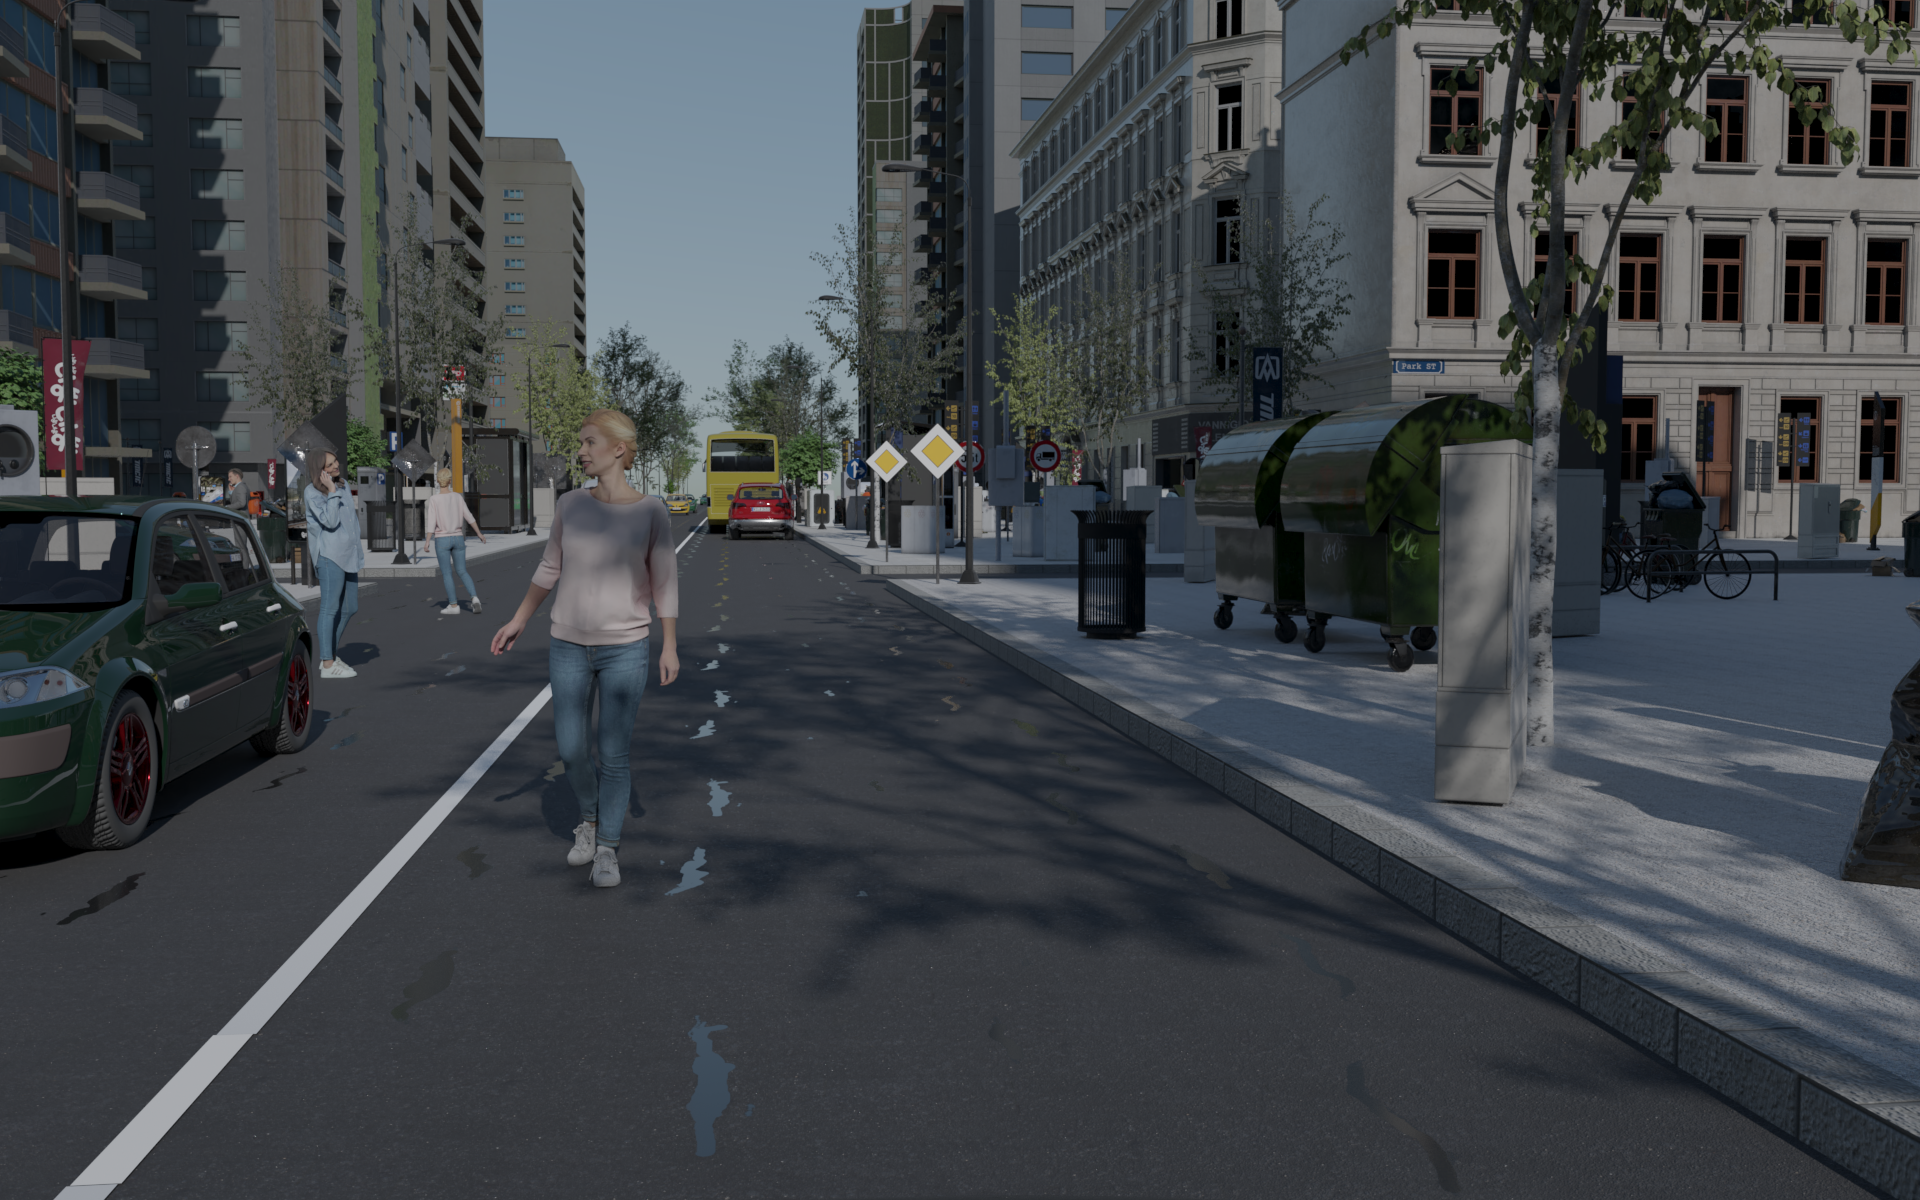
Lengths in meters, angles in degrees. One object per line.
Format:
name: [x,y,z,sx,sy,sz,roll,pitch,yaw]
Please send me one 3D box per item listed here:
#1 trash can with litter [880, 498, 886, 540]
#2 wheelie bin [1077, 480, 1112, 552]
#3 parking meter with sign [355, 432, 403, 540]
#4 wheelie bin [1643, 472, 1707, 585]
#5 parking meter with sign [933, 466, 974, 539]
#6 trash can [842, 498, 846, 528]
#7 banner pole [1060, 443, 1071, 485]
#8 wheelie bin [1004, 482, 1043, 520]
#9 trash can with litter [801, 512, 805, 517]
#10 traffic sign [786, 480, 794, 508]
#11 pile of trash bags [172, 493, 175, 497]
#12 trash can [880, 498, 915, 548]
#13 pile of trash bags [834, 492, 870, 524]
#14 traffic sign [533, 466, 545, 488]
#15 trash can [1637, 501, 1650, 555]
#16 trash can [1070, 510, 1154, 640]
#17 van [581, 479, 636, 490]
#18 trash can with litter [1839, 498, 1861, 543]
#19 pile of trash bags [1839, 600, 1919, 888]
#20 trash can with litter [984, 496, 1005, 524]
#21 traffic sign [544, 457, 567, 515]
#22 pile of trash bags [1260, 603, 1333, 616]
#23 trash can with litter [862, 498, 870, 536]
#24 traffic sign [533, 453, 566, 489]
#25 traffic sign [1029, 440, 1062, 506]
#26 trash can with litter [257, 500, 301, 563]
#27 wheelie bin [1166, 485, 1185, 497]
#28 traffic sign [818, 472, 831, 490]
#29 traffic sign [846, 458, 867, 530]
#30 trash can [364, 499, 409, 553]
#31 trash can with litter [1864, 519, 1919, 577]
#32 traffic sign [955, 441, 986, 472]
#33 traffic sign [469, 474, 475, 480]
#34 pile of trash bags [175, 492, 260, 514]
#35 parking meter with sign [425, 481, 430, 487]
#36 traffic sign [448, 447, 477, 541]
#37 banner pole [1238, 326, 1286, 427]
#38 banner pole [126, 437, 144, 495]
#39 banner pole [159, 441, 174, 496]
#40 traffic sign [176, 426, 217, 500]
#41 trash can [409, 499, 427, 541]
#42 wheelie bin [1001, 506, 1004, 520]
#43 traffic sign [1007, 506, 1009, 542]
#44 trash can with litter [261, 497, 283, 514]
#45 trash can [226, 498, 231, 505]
trash can with litter: [-1.744,-2.238,47.974,1.055,1.170,0.624,1,4,15]
wheelie bin: [2.926,-1.876,38.582,0.980,1.594,0.693,2,4,32]
parking meter with sign: [-16.594,-3.217,48.861,1.738,3.016,0.543,1,4,21]
wheelie bin: [10.135,-1.021,24.605,0.693,1.594,0.980,0,4,-3]
parking meter with sign: [-0.436,-3.275,49.812,1.738,3.016,0.543,-1,4,-15]
trash can: [-4.153,-3.317,65.878,0.748,1.137,0.748,0,3,0]
banner pole: [5.221,-5.838,85.461,0.863,3.779,0.401,3,5,44]
wheelie bin: [1.705,-2.231,44.380,0.980,1.594,0.693,0,4,7]
trash can with litter: [-8.981,-5.318,98.342,1.055,1.170,0.624,-2,4,-34]
traffic sign: [-8.910,-5.662,92.579,0.884,2.594,0.081,0,4,-7]
pile of trash bags: [-34.192,-4.236,79.007,3.447,1.369,1.912,0,4,-2]
trash can: [-1.437,-1.812,41.284,0.748,1.137,0.748,0,3,0]
pile of trash bags: [-4.584,-4.017,75.425,1.912,1.369,3.447,1,4,20]
traffic sign: [-19.400,-4.848,79.373,0.768,2.556,0.104,0,4,-2]
trash can: [14.761,-1.536,36.767,0.748,1.137,0.748,0,3,0]
trash can: [1.355,-0.232,15.454,0.748,1.137,0.748,0,3,0]
van: [-9.219,-2.339,45.259,2.013,2.044,4.112,0,4,-8]
trash can with litter: [23.326,-2.093,45.600,1.055,1.170,0.624,-2,4,-35]
pile of trash bags: [4.397,0.290,5.006,1.912,1.369,3.447,-2,4,-29]
trash can with litter: [1.262,-3.966,75.896,1.678,1.210,2.233,0,4,-1]
traffic sign: [-13.854,-3.620,59.290,0.768,2.556,0.104,0,4,-7]
pile of trash bags: [4.706,-0.598,19.535,1.912,1.369,3.447,2,4,28]
trash can with litter: [-2.438,-2.557,53.192,1.055,1.170,0.624,-1,4,-18]
traffic sign: [-20.571,-5.604,85.499,2.265,3.308,0.079,0,3,0]
traffic sign: [1.998,-2.479,40.644,0.768,2.556,0.104,0,4,-7]
trash can with litter: [-12.503,-1.273,32.198,1.055,1.170,0.624,-1,4,-10]
wheelie bin: [7.522,-3.178,59.861,0.693,1.594,0.980,2,4,34]
traffic sign: [-6.044,-4.609,77.480,0.606,2.300,0.079,0,4,-5]
traffic sign: [-3.709,-3.791,62.087,0.768,2.556,0.104,0,4,-7]
trash can: [-12.723,-1.616,38.082,0.748,1.137,0.748,0,3,0]
trash can with litter: [14.642,-0.946,26.862,1.055,1.170,0.624,2,4,35]
traffic sign: [0.225,-2.523,41.353,0.768,2.556,0.104,0,4,-2]
traffic sign: [-17.890,-3.914,64.103,0.768,2.556,0.104,0,4,-1]
pile of trash bags: [-29.423,-3.664,69.665,1.912,1.369,3.447,1,4,17]
parking meter with sign: [-30.532,-6.253,98.499,1.738,3.016,0.543,0,4,-5]
traffic sign: [-13.468,-2.865,46.949,0.768,2.556,0.104,0,4,-7]
banner pole: [4.448,-2.200,25.987,0.863,3.779,0.401,0,4,-6]
banner pole: [-36.596,-5.305,76.746,0.863,3.779,0.401,-3,5,-42]
banner pole: [-37.672,-5.634,82.131,0.401,3.779,0.863,2,4,32]
traffic sign: [-14.279,-1.974,32.387,0.768,2.556,0.104,0,4,2]
trash can: [-14.947,-2.185,47.377,0.748,1.137,0.748,0,3,0]
wheelie bin: [2.239,-4.842,87.079,0.980,1.594,0.693,1,4,17]
traffic sign: [1.291,-2.727,46.716,0.606,2.300,0.079,0,4,-7]
trash can with litter: [-16.383,-1.873,41.689,1.678,1.210,2.233,1,4,15]
trash can: [-27.730,-3.278,65.253,0.748,1.137,0.748,0,3,0]
